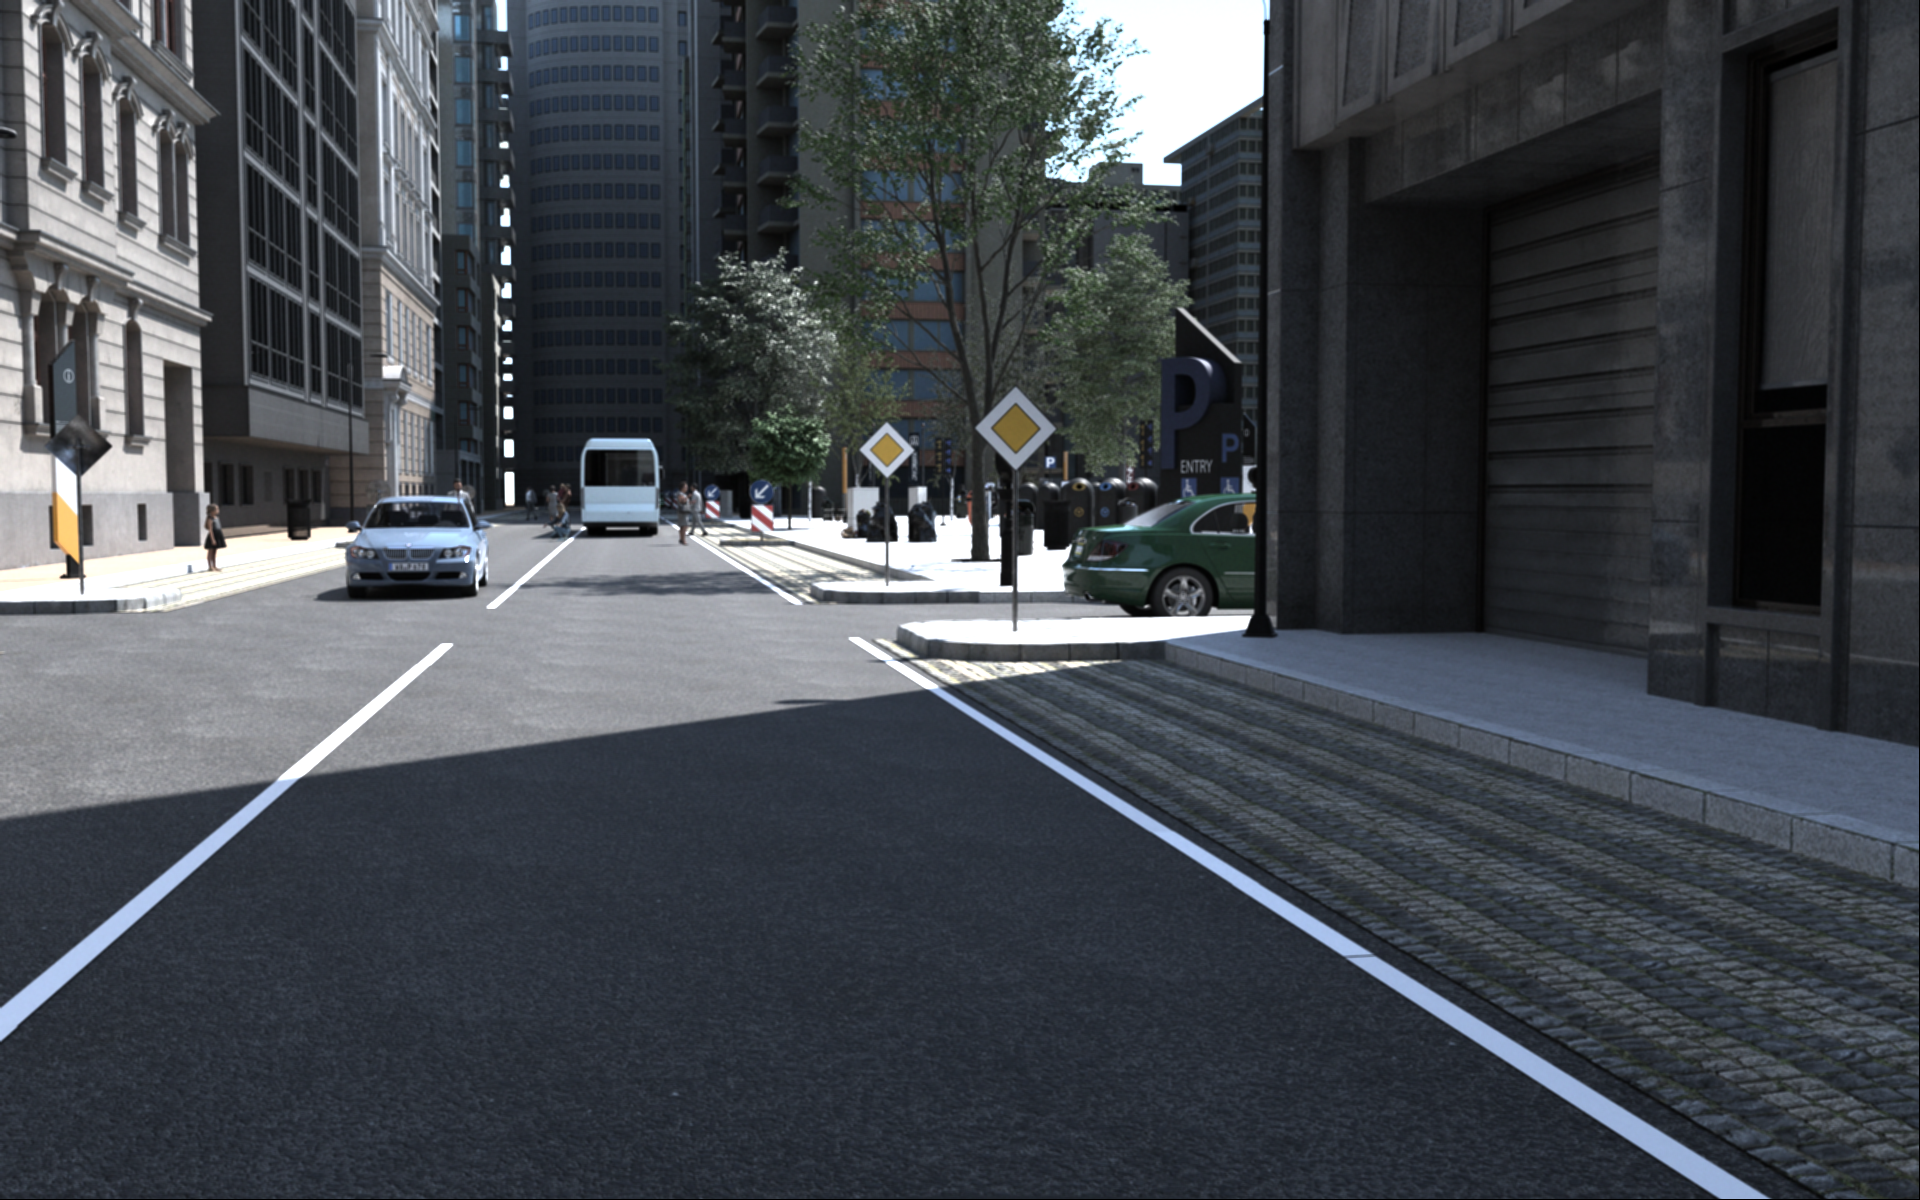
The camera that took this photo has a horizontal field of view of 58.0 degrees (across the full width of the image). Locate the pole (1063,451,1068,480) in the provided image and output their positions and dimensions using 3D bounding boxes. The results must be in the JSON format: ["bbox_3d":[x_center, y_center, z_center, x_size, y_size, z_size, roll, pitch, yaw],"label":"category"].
[{"bbox_3d":[5.023,-5.415,82.375,0.158,3.312,0.155,0,3,0],"label":"pole"}]

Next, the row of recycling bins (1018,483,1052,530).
[{"bbox_3d":[3.649,-3.376,62.316,3.534,1.692,1.069,2,4,30],"label":"row of recycling bins"}]

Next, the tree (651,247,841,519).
[{"bbox_3d":[-10.588,-11.138,88.758,9.857,13.997,8.962,0,3,0],"label":"tree"}]

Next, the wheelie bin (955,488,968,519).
[{"bbox_3d":[0.090,-5.072,90.836,0.693,1.594,0.980,0,4,-1],"label":"wheelie bin"}]

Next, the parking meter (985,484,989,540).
[{"bbox_3d":[0.481,-1.925,39.881,0.372,1.533,0.369,0,3,0],"label":"parking meter"}]

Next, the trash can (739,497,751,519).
[{"bbox_3d":[-11.208,-4.822,90.489,0.748,1.137,0.748,0,3,0],"label":"trash can"}]

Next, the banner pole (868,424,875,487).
[{"bbox_3d":[-3.152,-4.391,61.816,0.401,3.779,0.863,-1,4,-20],"label":"banner pole"}]

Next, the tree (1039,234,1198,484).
[{"bbox_3d":[7.259,-9.626,75.511,7.486,12.596,7.792,0,3,0],"label":"tree"}]

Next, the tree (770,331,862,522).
[{"bbox_3d":[-6.688,-7.898,79.503,4.360,8.622,3.978,0,3,0],"label":"tree"}]

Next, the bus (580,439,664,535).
[{"bbox_3d":[-12.419,-4.230,64.017,2.948,3.499,13.247,-1,4,-10],"label":"bus"}]

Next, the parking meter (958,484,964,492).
[{"bbox_3d":[0.079,-5.731,99.420,0.255,1.863,0.399,1,4,16],"label":"parking meter"}]

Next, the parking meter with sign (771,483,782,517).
[{"bbox_3d":[-10.389,-6.231,98.144,0.543,3.016,1.738,0,4,3],"label":"parking meter with sign"}]

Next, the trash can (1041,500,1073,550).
[{"bbox_3d":[2.230,-1.727,39.890,0.748,1.137,0.748,0,3,0],"label":"trash can"}]

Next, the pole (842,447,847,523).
[{"bbox_3d":[-5.033,-5.006,75.684,0.158,3.312,0.155,0,3,0],"label":"pole"}]

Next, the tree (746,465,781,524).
[{"bbox_3d":[-8.379,-4.879,74.379,1.663,3.219,1.824,0,3,0],"label":"tree"}]

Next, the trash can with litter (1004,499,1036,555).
[{"bbox_3d":[1.284,-1.534,36.464,0.624,1.170,1.055,0,4,7],"label":"trash can with litter"}]

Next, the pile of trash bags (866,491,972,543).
[{"bbox_3d":[-0.897,-2.247,46.485,3.447,1.369,1.912,1,4,15],"label":"pile of trash bags"}]

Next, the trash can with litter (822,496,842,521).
[{"bbox_3d":[-6.094,-4.383,83.043,1.055,1.170,0.624,1,4,14],"label":"trash can with litter"}]

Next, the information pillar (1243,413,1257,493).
[{"bbox_3d":[8.391,-3.601,50.235,0.183,3.616,0.504,-3,4,-36],"label":"information pillar"}]

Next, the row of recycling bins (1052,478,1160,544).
[{"bbox_3d":[4.216,-2.268,44.193,3.534,1.692,1.069,2,4,34],"label":"row of recycling bins"}]

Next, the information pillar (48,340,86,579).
[{"bbox_3d":[-13.539,-2.132,26.213,0.183,3.616,0.504,1,4,13],"label":"information pillar"}]

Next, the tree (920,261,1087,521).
[{"bbox_3d":[1.720,-6.447,55.774,4.360,8.622,3.978,0,3,0],"label":"tree"}]

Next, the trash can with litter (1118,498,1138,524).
[{"bbox_3d":[2.653,-1.184,30.420,1.678,1.210,2.233,3,4,38],"label":"trash can with litter"}]

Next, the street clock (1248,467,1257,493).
[{"bbox_3d":[7.826,-2.508,45.579,0.471,2.002,0.358,-1,4,-20],"label":"street clock"}]

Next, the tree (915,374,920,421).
[{"bbox_3d":[-0.284,-8.041,81.830,4.360,8.622,3.978,0,3,0],"label":"tree"}]

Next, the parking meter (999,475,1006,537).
[{"bbox_3d":[1.359,-2.827,51.938,0.255,1.863,0.399,-1,4,-21],"label":"parking meter"}]

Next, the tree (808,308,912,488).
[{"bbox_3d":[-3.972,-7.201,68.092,4.737,8.622,4.395,0,3,0],"label":"tree"}]

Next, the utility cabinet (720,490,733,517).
[{"bbox_3d":[-12.753,-5.258,94.654,0.318,1.500,1.173,-2,4,-26],"label":"utility cabinet"}]

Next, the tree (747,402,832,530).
[{"bbox_3d":[-6.108,-4.766,61.637,4.285,4.588,4.351,0,3,0],"label":"tree"}]

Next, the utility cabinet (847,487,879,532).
[{"bbox_3d":[-3.218,-2.983,57.446,0.318,1.500,1.173,3,5,44],"label":"utility cabinet"}]

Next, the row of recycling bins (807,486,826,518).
[{"bbox_3d":[-7.697,-5.244,92.846,1.069,1.692,3.534,0,4,-6],"label":"row of recycling bins"}]

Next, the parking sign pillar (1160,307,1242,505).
[{"bbox_3d":[3.398,-2.204,24.509,1.447,3.967,1.447,-2,4,-32],"label":"parking sign pillar"}]

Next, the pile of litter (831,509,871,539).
[{"bbox_3d":[-2.956,-2.217,50.216,1.719,0.858,1.176,-1,4,-20],"label":"pile of litter"}]

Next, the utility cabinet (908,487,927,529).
[{"bbox_3d":[-1.295,-2.681,52.515,0.318,1.500,1.173,1,4,12],"label":"utility cabinet"}]

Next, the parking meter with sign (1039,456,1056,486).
[{"bbox_3d":[4.018,-5.184,81.020,0.543,3.016,1.738,-1,4,-11],"label":"parking meter with sign"}]

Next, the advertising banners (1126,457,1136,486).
[{"bbox_3d":[7.334,-5.263,82.239,2.074,3.025,0.090,1,4,13],"label":"advertising banners"}]

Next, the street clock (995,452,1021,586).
[{"bbox_3d":[0.679,-1.200,24.192,0.358,2.002,0.471,1,4,23],"label":"street clock"}]

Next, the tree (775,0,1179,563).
[{"bbox_3d":[0.382,-6.545,32.763,9.928,11.665,9.643,0,3,0],"label":"tree"}]

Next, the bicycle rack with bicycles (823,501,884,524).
[{"bbox_3d":[-4.424,-3.726,74.302,2.852,0.926,2.925,2,4,33],"label":"bicycle rack with bicycles"}]

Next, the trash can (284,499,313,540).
[{"bbox_3d":[-18.445,-2.243,48.327,0.748,1.137,0.748,0,3,0],"label":"trash can"}]

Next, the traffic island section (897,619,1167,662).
[{"bbox_3d":[0.531,0.374,16.168,2.009,0.180,2.903,-1,4,-11],"label":"traffic island section"}]

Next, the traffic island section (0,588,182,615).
[{"bbox_3d":[-11.192,0.015,22.041,2.009,0.180,2.903,-1,4,-11],"label":"traffic island section"}]

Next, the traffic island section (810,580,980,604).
[{"bbox_3d":[-0.989,-0.106,24.007,2.009,0.180,2.903,-1,4,-11],"label":"traffic island section"}]

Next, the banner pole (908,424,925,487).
[{"bbox_3d":[-1.501,-4.389,61.776,0.863,3.779,0.401,3,4,36],"label":"banner pole"}]
